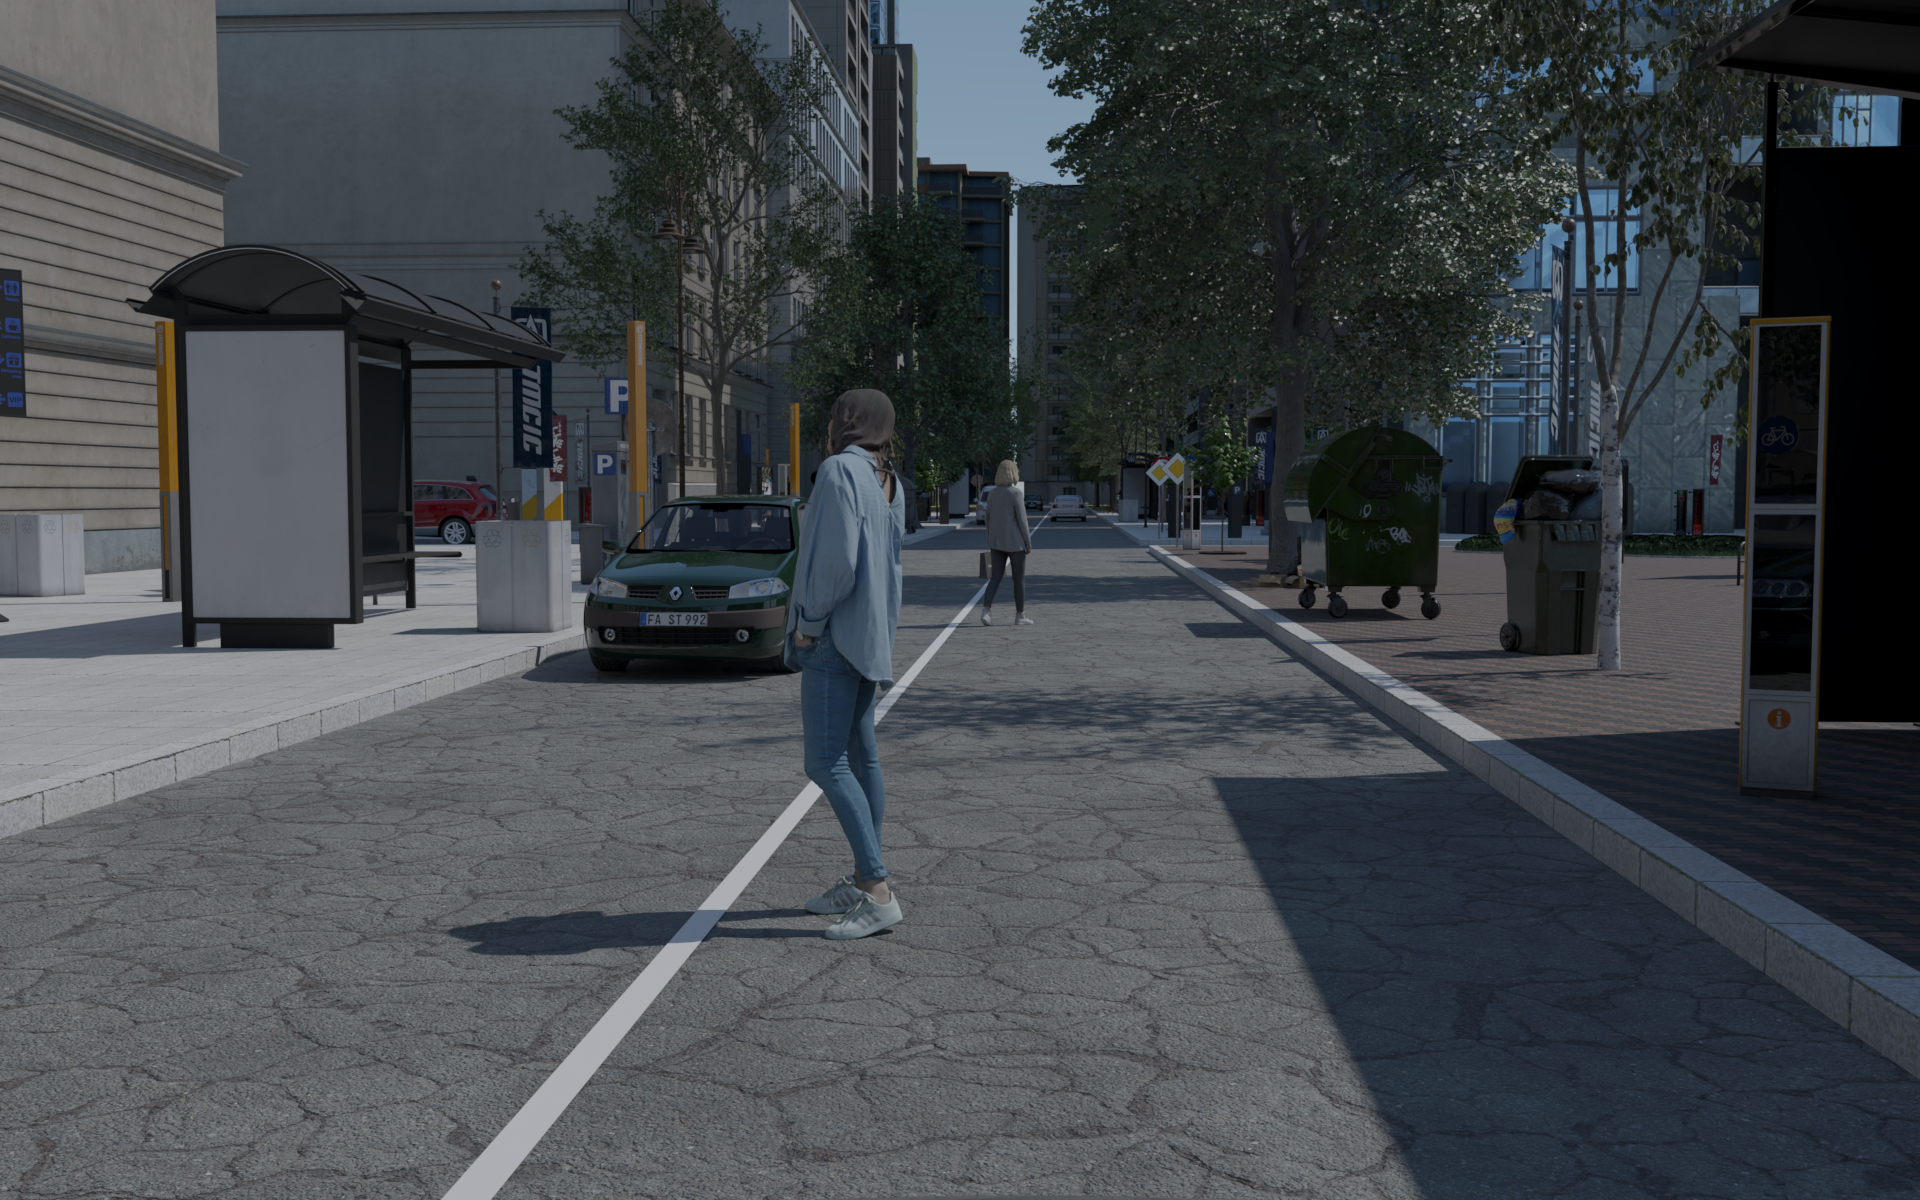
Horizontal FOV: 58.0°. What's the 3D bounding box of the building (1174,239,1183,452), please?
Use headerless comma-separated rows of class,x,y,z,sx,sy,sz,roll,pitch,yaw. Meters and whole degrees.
building,29.822,-25.245,184.452,14.160,30.474,14.107,0,4,3

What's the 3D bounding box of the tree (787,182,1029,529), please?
tree,-1.963,-8.994,64.066,9.611,12.733,9.660,0,3,0

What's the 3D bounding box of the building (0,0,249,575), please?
building,-30.774,-12.756,27.648,34.723,24.649,14.460,0,4,3

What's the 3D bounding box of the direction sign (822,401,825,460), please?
direction sign,-3.371,-3.104,42.744,0.379,3.537,0.876,0,4,-8

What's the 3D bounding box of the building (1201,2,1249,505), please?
building,31.316,-29.738,140.839,22.147,44.769,28.867,0,4,3

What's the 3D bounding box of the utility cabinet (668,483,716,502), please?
utility cabinet,-5.313,-1.613,35.057,1.173,1.500,0.318,-3,5,-41

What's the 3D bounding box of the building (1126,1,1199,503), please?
building,31.806,-48.035,223.622,20.611,71.187,20.563,0,4,3

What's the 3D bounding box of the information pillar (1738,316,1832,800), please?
information pillar,3.507,-0.176,7.376,0.304,2.012,0.304,2,4,25

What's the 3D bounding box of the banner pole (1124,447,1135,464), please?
banner pole,8.982,-6.246,92.133,0.863,3.779,0.401,3,5,39

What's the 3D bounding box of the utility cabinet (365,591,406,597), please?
utility cabinet,-7.403,-0.645,21.703,1.020,1.237,0.306,-2,4,-32

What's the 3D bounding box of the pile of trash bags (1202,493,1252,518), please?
pile of trash bags,14.587,-5.117,93.422,1.912,1.369,3.447,-2,4,-32

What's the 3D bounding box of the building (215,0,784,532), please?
building,-17.780,-14.664,73.045,16.112,22.955,30.059,0,4,3

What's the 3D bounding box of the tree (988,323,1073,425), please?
tree,6.688,-20.513,191.270,12.611,20.169,13.585,0,3,0

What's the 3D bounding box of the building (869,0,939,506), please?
building,-18.530,-53.129,181.337,31.000,86.520,22.319,0,4,3

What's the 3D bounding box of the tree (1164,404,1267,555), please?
tree,5.493,-2.594,37.020,1.663,3.219,1.824,0,3,0

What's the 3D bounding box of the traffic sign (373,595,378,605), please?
traffic sign,-6.771,-1.093,19.993,0.606,2.300,0.079,0,4,5

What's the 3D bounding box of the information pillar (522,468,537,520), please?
information pillar,-14.370,-4.058,57.700,0.504,3.616,0.183,-1,4,-18

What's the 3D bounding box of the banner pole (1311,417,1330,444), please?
banner pole,11.570,-4.033,55.949,0.863,3.779,0.401,3,4,36

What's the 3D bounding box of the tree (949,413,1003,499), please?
tree,1.240,-10.443,121.105,4.360,8.622,3.978,0,3,0

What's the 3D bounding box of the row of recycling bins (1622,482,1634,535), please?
row of recycling bins,18.526,-2.657,50.561,3.534,1.692,1.069,-3,5,-42

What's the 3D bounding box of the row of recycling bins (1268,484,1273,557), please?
row of recycling bins,6.737,-1.549,32.447,1.069,1.692,3.534,-1,4,-10

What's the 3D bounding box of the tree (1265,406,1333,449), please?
tree,12.394,-4.801,62.212,4.285,4.588,4.351,0,3,0

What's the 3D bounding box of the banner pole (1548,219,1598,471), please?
banner pole,5.412,-1.568,15.655,0.401,3.779,0.863,2,4,32

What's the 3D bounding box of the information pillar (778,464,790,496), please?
information pillar,-4.220,-2.312,42.300,0.304,2.012,0.304,-3,5,-43

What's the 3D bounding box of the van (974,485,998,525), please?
van,1.699,-4.533,81.132,2.013,2.044,4.112,0,4,5

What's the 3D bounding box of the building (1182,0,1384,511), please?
building,32.898,-33.160,165.861,21.300,48.544,21.600,0,4,3

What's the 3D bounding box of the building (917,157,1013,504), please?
building,-7.655,-35.075,228.104,28.867,44.769,22.147,0,4,3

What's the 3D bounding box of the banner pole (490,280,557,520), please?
banner pole,-5.191,-1.857,20.382,0.863,3.779,0.401,-1,4,-16

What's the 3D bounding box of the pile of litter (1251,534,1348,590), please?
pile of litter,4.682,-0.609,23.922,1.176,0.858,1.719,0,4,-8

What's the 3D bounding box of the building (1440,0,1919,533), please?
building,30.922,-45.996,64.703,31.000,86.520,22.319,0,4,3

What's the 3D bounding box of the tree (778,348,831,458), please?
tree,-5.608,-7.640,75.272,4.360,8.622,3.978,0,3,0

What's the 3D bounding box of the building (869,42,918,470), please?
building,-11.298,-28.716,153.104,14.154,41.232,14.086,0,4,3

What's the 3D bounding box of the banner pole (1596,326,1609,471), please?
banner pole,8.185,-1.994,22.612,0.863,3.779,0.401,-2,4,-33

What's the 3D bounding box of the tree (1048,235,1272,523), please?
tree,9.170,-10.175,76.728,12.009,13.543,11.850,0,3,0

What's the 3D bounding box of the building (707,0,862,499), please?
building,-13.065,-19.877,102.483,11.434,29.767,29.804,0,4,3

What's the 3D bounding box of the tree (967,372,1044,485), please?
tree,2.688,-12.860,136.015,9.928,11.665,9.643,0,3,0

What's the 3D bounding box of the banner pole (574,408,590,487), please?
banner pole,-11.004,-3.709,50.652,0.863,3.779,0.401,3,5,40

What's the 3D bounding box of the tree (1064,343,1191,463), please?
tree,10.594,-11.121,107.583,9.928,11.665,9.643,0,3,0

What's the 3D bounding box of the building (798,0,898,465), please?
building,-15.519,-42.615,135.009,20.563,71.187,20.611,0,4,3

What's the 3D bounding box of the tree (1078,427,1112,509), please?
tree,12.384,-12.317,151.746,4.360,8.622,3.978,0,3,0

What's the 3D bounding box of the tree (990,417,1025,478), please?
tree,4.409,-13.009,163.053,4.737,8.622,4.395,0,3,0

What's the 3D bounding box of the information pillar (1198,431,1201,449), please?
information pillar,8.860,-4.457,64.222,0.183,3.616,0.504,1,4,9

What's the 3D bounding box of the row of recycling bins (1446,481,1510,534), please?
row of recycling bins,16.850,-2.920,54.855,1.069,1.692,3.534,-2,4,-33

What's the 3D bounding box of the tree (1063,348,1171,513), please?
tree,12.610,-13.398,137.185,7.486,12.596,7.792,0,3,0

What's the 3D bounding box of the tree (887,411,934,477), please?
tree,-3.381,-9.475,105.282,4.737,8.622,4.395,0,3,0

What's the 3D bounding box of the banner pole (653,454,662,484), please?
banner pole,-9.386,-3.804,52.208,0.863,3.779,0.401,0,4,-7

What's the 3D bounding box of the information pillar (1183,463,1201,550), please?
information pillar,5.317,-2.153,39.693,0.304,2.012,0.304,-3,4,-37

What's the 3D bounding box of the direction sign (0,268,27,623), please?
direction sign,-9.737,-1.544,17.240,0.379,3.537,0.876,3,4,36

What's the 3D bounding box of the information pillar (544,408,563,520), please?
information pillar,-10.203,-3.181,43.366,0.504,3.616,0.183,1,4,15

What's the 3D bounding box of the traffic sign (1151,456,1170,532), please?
traffic sign,6.791,-3.547,58.096,0.768,2.556,0.104,0,4,4

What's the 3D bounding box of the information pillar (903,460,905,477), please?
information pillar,-3.066,-6.651,100.095,0.504,3.616,0.183,0,4,8

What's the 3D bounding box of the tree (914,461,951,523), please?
tree,-1.444,-4.997,76.306,1.663,3.219,1.824,0,3,0

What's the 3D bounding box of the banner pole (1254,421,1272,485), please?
banner pole,10.334,-4.188,58.492,0.863,3.779,0.401,1,4,22

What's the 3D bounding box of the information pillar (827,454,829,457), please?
information pillar,-6.466,-5.714,84.773,0.183,3.616,0.504,0,4,-5

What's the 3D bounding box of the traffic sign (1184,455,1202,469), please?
traffic sign,7.336,-3.318,54.351,0.768,2.556,0.104,1,4,10

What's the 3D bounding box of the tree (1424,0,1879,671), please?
tree,4.830,-3.780,12.172,4.360,8.622,3.978,0,3,0

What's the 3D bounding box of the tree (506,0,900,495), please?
tree,-4.715,-5.964,31.921,7.601,10.594,8.767,-2,4,-26

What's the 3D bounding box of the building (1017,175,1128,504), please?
building,14.292,-32.951,222.338,14.086,41.232,14.154,0,4,3

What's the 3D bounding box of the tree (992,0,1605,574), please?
tree,5.419,-7.402,27.674,9.857,13.997,8.962,0,3,0

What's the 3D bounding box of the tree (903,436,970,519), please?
tree,-1.192,-6.389,88.171,4.285,4.588,4.351,0,3,0
